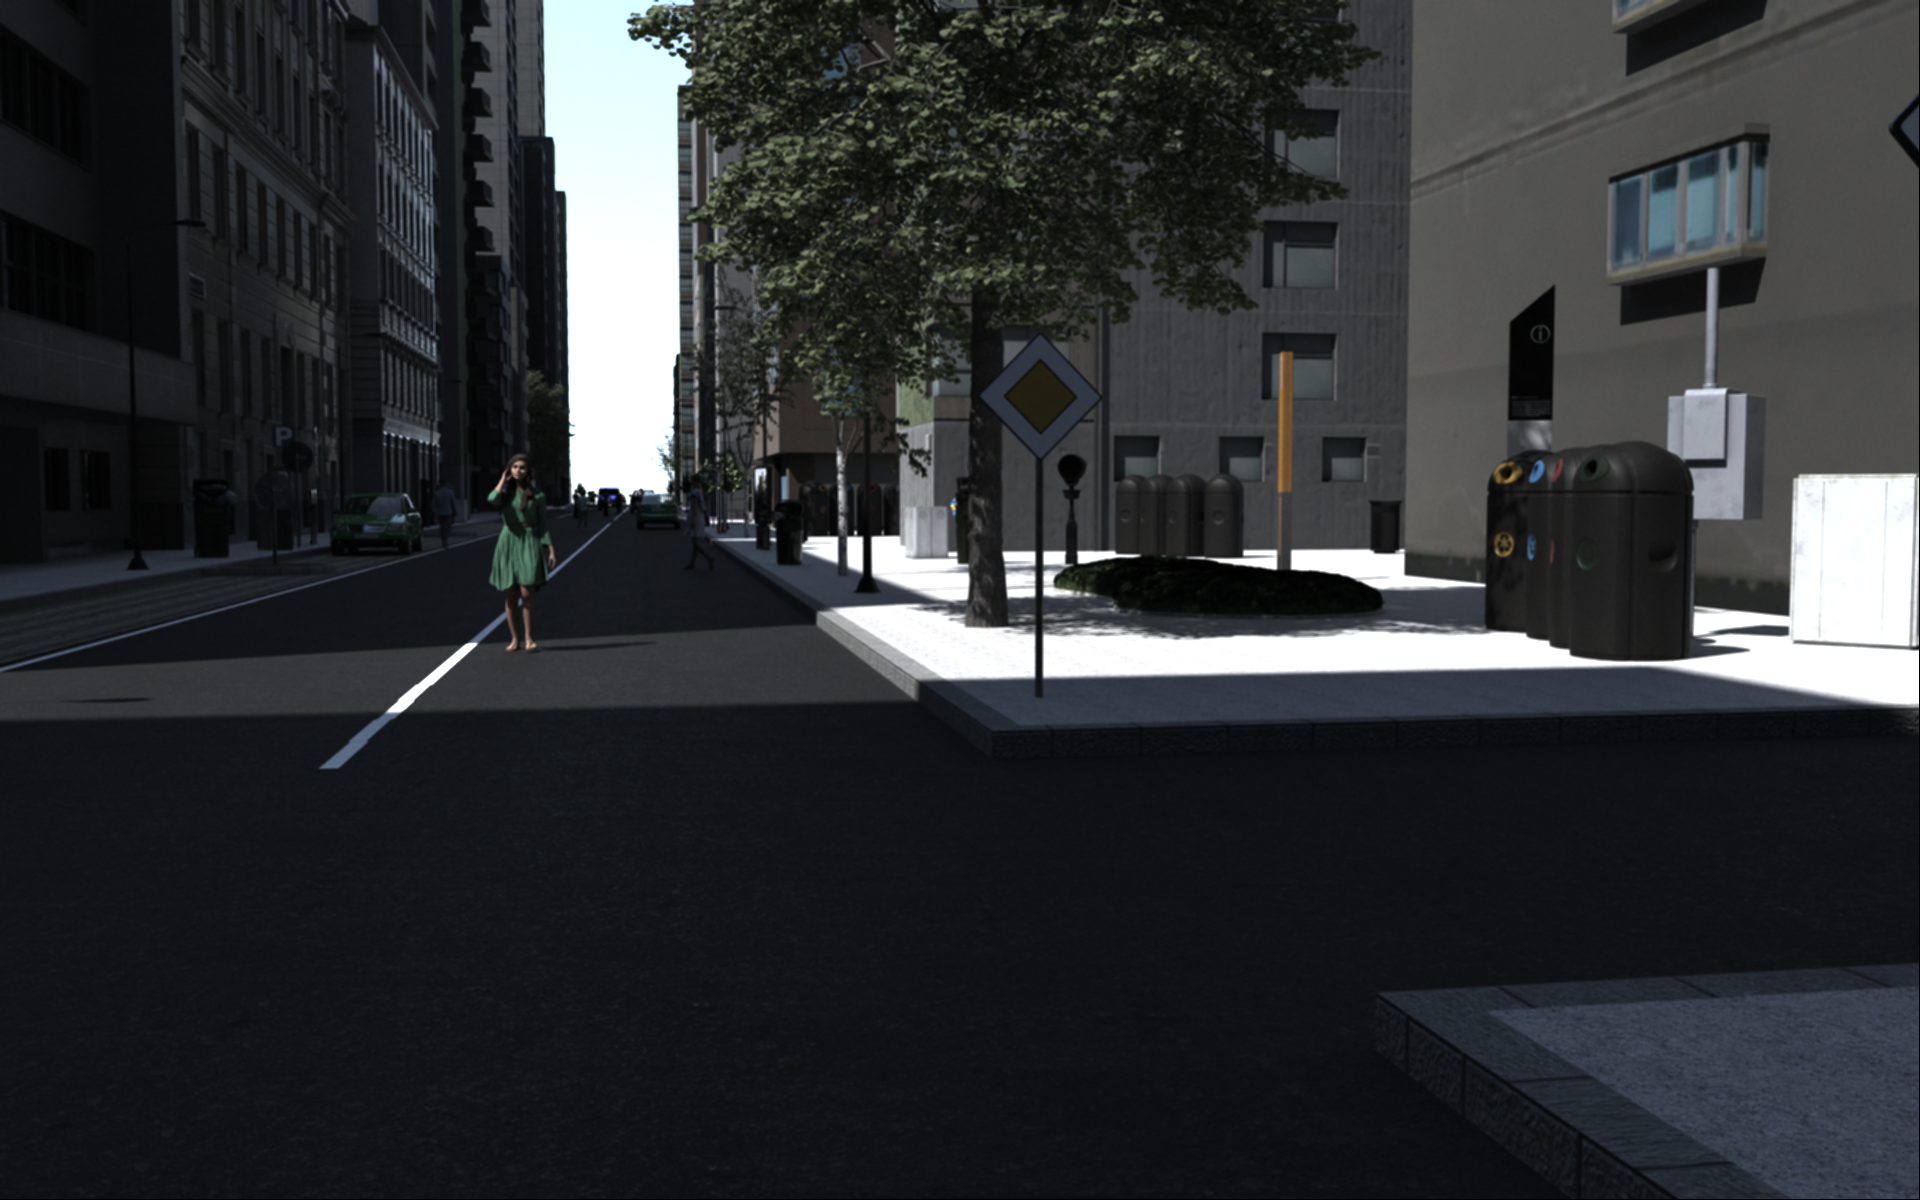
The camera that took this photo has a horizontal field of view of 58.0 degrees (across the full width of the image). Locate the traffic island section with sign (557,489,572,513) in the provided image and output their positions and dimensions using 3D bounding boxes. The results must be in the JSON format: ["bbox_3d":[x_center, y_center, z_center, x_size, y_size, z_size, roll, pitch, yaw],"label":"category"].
[{"bbox_3d":[-31.128,-7.687,134.312,1.989,1.847,2.006,-1,4,-10],"label":"traffic island section with sign"}]

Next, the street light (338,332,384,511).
[{"bbox_3d":[-17.215,-4.722,49.742,1.470,5.913,1.316,-1,4,-10],"label":"street light"}]

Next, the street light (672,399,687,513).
[{"bbox_3d":[-13.164,-6.862,84.736,1.470,5.913,1.316,-1,4,-10],"label":"street light"}]

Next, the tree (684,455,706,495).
[{"bbox_3d":[-12.780,-5.623,86.534,1.663,3.219,1.824,0,3,0],"label":"tree"}]

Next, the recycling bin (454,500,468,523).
[{"bbox_3d":[-22.437,-3.968,77.437,0.722,1.027,0.722,-1,4,-9],"label":"recycling bin"}]

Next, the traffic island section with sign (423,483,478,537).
[{"bbox_3d":[-17.170,-3.008,57.803,1.989,1.847,2.006,-1,4,-10],"label":"traffic island section with sign"}]

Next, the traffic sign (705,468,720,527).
[{"bbox_3d":[-9.607,-3.993,67.412,0.606,2.300,0.079,0,4,-2],"label":"traffic sign"}]

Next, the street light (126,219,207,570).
[{"bbox_3d":[-13.423,-3.472,29.312,1.470,5.913,1.316,-1,4,-10],"label":"street light"}]

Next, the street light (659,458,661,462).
[{"bbox_3d":[-26.765,-11.458,159.883,1.470,5.913,1.316,-1,4,-10],"label":"street light"}]

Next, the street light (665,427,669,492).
[{"bbox_3d":[-19.328,-8.964,119.105,1.470,5.913,1.316,-1,4,-10],"label":"street light"}]

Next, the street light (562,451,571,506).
[{"bbox_3d":[-38.356,-11.831,165.976,1.470,5.913,1.316,-1,4,-10],"label":"street light"}]

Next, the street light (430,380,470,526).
[{"bbox_3d":[-20.873,-5.978,70.277,1.470,5.913,1.316,-1,4,-10],"label":"street light"}]

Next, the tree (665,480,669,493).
[{"bbox_3d":[-31.987,-12.055,191.705,1.663,3.219,1.824,0,3,0],"label":"tree"}]

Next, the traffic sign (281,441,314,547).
[{"bbox_3d":[-15.951,-2.545,41.717,0.768,2.556,0.104,0,4,-2],"label":"traffic sign"}]

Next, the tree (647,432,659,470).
[{"bbox_3d":[-27.823,-13.265,167.245,4.360,8.622,3.978,0,3,0],"label":"tree"}]

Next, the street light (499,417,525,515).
[{"bbox_3d":[-27.302,-8.104,105.040,1.470,5.913,1.316,-1,4,-10],"label":"street light"}]

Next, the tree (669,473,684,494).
[{"bbox_3d":[-21.742,-8.732,137.377,1.663,3.219,1.824,0,3,0],"label":"tree"}]

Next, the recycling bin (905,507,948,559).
[{"bbox_3d":[-0.666,-1.348,34.597,0.722,1.027,0.722,-1,4,-17],"label":"recycling bin"}]

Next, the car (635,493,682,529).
[{"bbox_3d":[-12.574,-3.883,72.279,1.959,1.807,4.718,-1,4,-9],"label":"car"}]

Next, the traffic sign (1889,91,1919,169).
[{"bbox_3d":[1.929,0.038,3.016,0.795,2.450,0.064,-1,4,-10],"label":"traffic sign"}]

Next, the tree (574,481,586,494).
[{"bbox_3d":[-52.704,-15.000,239.844,1.663,3.219,1.824,0,3,0],"label":"tree"}]

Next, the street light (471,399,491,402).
[{"bbox_3d":[-23.610,-6.857,84.646,1.470,5.913,1.316,-1,4,-10],"label":"street light"}]

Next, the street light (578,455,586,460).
[{"bbox_3d":[-45.854,-14.337,206.952,1.470,5.913,1.316,-1,4,-10],"label":"street light"}]

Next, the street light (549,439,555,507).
[{"bbox_3d":[-34.757,-10.598,145.814,1.470,5.913,1.316,-1,4,-10],"label":"street light"}]

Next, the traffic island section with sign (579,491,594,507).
[{"bbox_3d":[-40.946,-10.978,188.116,1.989,1.847,2.006,-1,4,-10],"label":"traffic island section with sign"}]

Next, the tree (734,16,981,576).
[{"bbox_3d":[-1.658,-4.678,26.852,4.360,8.622,3.978,0,3,0],"label":"tree"}]

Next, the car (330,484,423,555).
[{"bbox_3d":[-14.027,-2.015,41.742,1.959,1.807,4.718,-1,4,-12],"label":"car"}]

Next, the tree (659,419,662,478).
[{"bbox_3d":[-6.223,-6.127,50.540,4.360,8.622,3.978,0,3,0],"label":"tree"}]

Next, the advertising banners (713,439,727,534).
[{"bbox_3d":[-7.821,-3.680,56.357,0.090,3.025,2.074,0,4,3],"label":"advertising banners"}]

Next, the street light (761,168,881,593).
[{"bbox_3d":[-1.742,-3.046,22.344,1.470,5.913,1.316,-1,4,-10],"label":"street light"}]

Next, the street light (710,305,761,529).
[{"bbox_3d":[-5.365,-4.294,42.750,1.470,5.913,1.316,-1,4,-10],"label":"street light"}]

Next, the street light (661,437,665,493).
[{"bbox_3d":[-23.108,-10.211,139.483,1.470,5.913,1.316,-1,4,-10],"label":"street light"}]

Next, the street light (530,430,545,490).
[{"bbox_3d":[-30.975,-9.351,125.437,1.470,5.913,1.316,-1,4,-10],"label":"street light"}]

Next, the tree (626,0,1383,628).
[{"bbox_3d":[0.554,-5.995,16.143,7.486,12.596,7.792,0,3,0],"label":"tree"}]

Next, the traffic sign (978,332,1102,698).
[{"bbox_3d":[0.496,-0.442,10.872,0.795,2.450,0.064,-1,4,-10],"label":"traffic sign"}]

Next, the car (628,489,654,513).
[{"bbox_3d":[-23.772,-7.434,130.220,2.281,1.827,5.304,-1,4,-10],"label":"car"}]

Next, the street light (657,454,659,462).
[{"bbox_3d":[-30.586,-12.713,180.397,1.470,5.913,1.316,-1,4,-10],"label":"street light"}]

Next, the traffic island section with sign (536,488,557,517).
[{"bbox_3d":[-26.297,-6.065,107.792,1.989,1.847,2.006,-1,4,-10],"label":"traffic island section with sign"}]

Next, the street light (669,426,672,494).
[{"bbox_3d":[-15.685,-7.716,98.703,1.470,5.913,1.316,-1,4,-10],"label":"street light"}]

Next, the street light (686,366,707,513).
[{"bbox_3d":[-9.125,-5.541,63.131,1.470,5.913,1.316,-1,4,-10],"label":"street light"}]

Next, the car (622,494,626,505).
[{"bbox_3d":[-45.959,-13.754,233.676,1.959,1.807,4.718,-1,4,-12],"label":"car"}]

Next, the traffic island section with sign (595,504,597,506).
[{"bbox_3d":[-45.823,-12.617,214.908,1.989,1.847,2.006,-1,4,-10],"label":"traffic island section with sign"}]

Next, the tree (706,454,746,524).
[{"bbox_3d":[-9.991,-4.899,74.704,1.663,3.219,1.824,0,3,0],"label":"tree"}]

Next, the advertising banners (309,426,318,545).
[{"bbox_3d":[-16.522,-2.943,44.308,0.090,3.025,2.074,-1,4,-15],"label":"advertising banners"}]

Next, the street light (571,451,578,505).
[{"bbox_3d":[-42.165,-13.084,186.457,1.470,5.913,1.316,-1,4,-10],"label":"street light"}]
